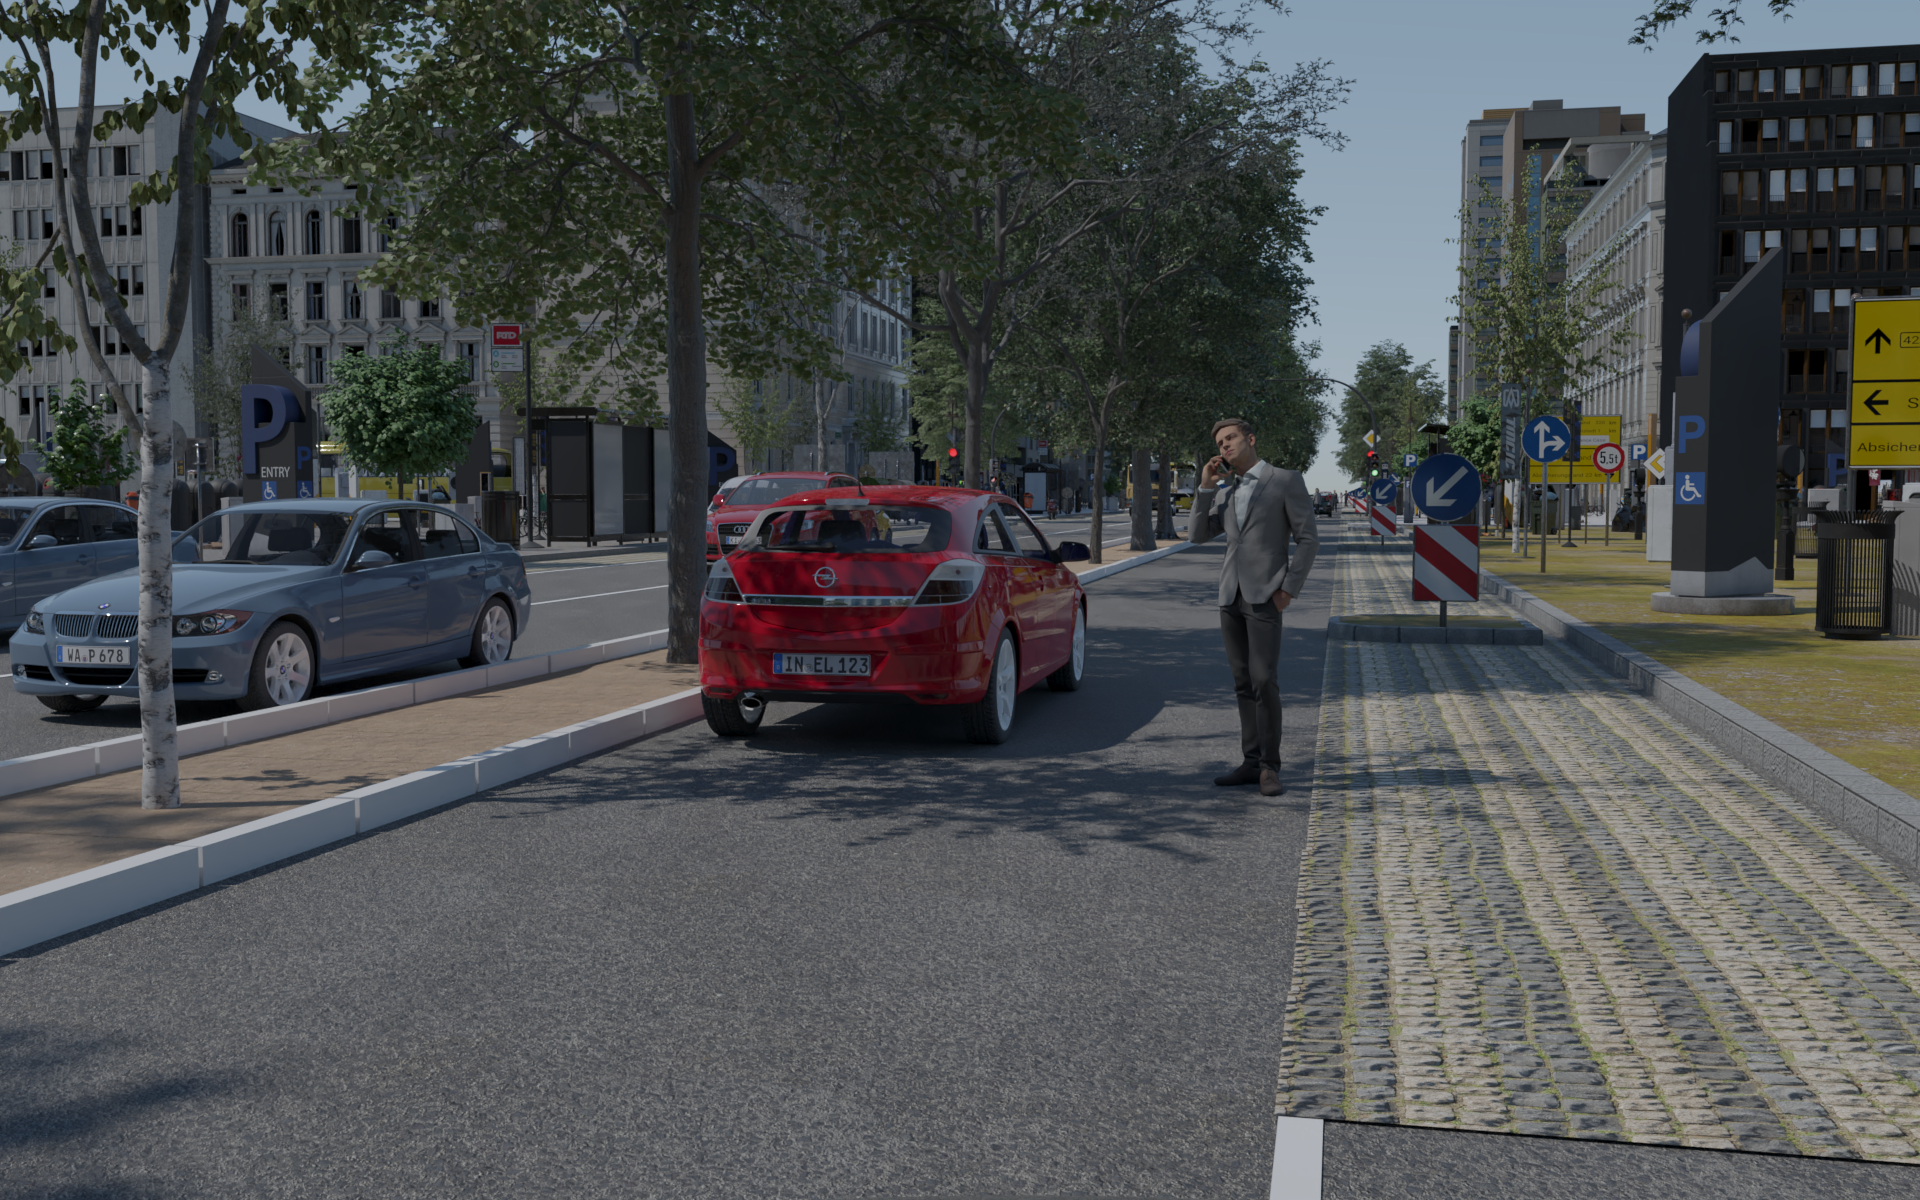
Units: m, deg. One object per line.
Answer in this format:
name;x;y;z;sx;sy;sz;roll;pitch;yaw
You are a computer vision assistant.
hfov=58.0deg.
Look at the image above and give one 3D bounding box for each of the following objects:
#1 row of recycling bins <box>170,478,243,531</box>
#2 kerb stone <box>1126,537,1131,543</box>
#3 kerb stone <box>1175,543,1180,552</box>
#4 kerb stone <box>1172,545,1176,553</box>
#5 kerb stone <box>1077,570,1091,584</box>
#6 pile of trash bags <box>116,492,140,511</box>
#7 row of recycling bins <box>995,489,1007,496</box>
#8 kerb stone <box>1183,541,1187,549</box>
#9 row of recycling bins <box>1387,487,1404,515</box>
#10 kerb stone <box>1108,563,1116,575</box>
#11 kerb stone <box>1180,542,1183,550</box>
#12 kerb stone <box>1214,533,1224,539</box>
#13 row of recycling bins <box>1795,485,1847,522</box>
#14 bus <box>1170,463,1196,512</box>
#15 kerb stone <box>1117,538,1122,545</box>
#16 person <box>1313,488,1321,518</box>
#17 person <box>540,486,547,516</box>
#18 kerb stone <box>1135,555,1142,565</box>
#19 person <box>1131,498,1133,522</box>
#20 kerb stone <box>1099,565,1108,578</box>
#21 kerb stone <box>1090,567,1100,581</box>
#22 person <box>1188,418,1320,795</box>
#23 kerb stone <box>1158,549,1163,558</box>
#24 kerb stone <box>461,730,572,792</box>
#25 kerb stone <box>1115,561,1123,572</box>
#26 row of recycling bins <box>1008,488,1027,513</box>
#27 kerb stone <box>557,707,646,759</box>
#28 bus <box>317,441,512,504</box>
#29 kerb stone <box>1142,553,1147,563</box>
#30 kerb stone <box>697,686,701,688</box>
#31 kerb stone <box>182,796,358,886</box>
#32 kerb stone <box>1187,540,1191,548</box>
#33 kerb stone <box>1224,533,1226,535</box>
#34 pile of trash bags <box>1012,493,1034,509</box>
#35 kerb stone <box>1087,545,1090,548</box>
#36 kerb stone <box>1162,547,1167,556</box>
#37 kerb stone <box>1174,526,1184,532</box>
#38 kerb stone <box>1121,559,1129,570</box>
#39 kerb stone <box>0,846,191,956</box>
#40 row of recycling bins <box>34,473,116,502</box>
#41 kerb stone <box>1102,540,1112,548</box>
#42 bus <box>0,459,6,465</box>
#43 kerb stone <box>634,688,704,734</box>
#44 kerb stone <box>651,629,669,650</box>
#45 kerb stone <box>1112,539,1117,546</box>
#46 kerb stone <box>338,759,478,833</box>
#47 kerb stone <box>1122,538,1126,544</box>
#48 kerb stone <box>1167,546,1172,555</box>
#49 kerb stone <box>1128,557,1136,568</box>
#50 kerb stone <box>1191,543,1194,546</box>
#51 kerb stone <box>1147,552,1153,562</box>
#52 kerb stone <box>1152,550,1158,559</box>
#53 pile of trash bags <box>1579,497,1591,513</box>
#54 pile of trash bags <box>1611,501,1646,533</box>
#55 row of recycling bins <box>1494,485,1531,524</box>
row of recycling bins;-20.149;-2.406;46.456;1.069;1.692;3.534;1;4;15
kerb stone;4.777;-1.719;50.319;0.120;0.150;1.000;1;4;12
kerb stone;5.266;-1.260;42.843;0.120;0.150;1.000;1;4;12
kerb stone;5.044;-1.196;41.844;0.120;0.150;1.000;1;4;12
kerb stone;1.937;-0.344;27.833;0.120;0.150;1.000;1;4;12
pile of trash bags;-33.447;-3.641;69.288;1.912;1.369;3.447;-3;5;-39
row of recycling bins;2.314;-8.120;139.882;3.534;1.692;1.069;-1;4;-14
kerb stone;5.711;-1.385;44.844;0.120;0.150;1.000;1;4;12
row of recycling bins;26.640;-6.036;105.802;1.069;1.692;3.534;1;4;16
kerb stone;2.606;-0.529;30.837;0.120;0.150;1.000;1;4;12
kerb stone;5.478;-1.324;43.843;0.120;0.150;1.000;1;4;12
kerb stone;8.811;-2.244;58.883;0.120;0.150;1.000;1;4;12
row of recycling bins;39.829;-4.538;81.315;3.534;1.692;1.069;1;4;22
bus;17.125;-8.636;132.748;2.896;3.916;12.252;1;4;11
kerb stone;4.326;-1.596;48.313;0.120;0.150;1.000;1;4;12
person;21.097;-5.744;102.589;0.709;1.800;0.728;-1;4;-12
person;-19.627;-4.448;81.478;0.529;1.795;0.600;1;4;15
kerb stone;3.491;-0.773;34.840;0.120;0.150;1.000;1;4;12
person;8.033;-4.287;78.936;0.601;1.785;0.444;-3;5;-44
kerb stone;2.377;-0.467;29.833;0.120;0.150;1.000;1;4;12
kerb stone;2.161;-0.406;28.834;0.120;0.150;1.000;1;4;12
person;1.423;0.014;8.451;0.473;1.802;0.592;-2;4;-28
kerb stone;4.382;-1.015;38.831;0.120;0.150;1.000;1;4;12
kerb stone;-2.266;0.818;8.826;0.120;0.150;1.000;1;4;12
kerb stone;2.828;-0.585;31.841;0.120;0.150;1.000;1;4;12
row of recycling bins;4.624;-6.898;119.890;1.069;1.692;3.534;2;4;25
kerb stone;-2.049;0.757;9.825;0.120;0.150;1.000;1;4;12
bus;-27.151;-5.482;81.177;12.252;3.916;2.896;1;4;13
kerb stone;3.712;-0.833;35.838;0.120;0.150;1.000;1;4;12
kerb stone;-1.608;0.634;11.823;0.120;0.150;1.000;1;4;12
kerb stone;-2.714;0.944;6.823;0.120;0.150;1.000;1;4;12
kerb stone;5.932;-1.445;45.849;0.120;0.150;1.000;1;4;12
kerb stone;9.044;-2.305;59.879;0.120;0.150;1.000;1;4;12
pile of trash bags;2.828;-5.575;100.899;3.447;1.369;1.912;2;4;35
kerb stone;3.443;-1.352;44.308;0.120;0.150;1.000;1;4;12
kerb stone;4.599;-1.077;39.830;0.120;0.150;1.000;1;4;12
kerb stone;8.536;-2.761;67.331;0.120;0.150;1.000;1;4;12
kerb stone;3.043;-0.651;32.844;0.120;0.150;1.000;1;4;12
kerb stone;-2.935;1.001;5.824;0.120;0.150;1.000;1;4;12
row of recycling bins;-17.733;-1.638;33.898;3.534;1.692;1.069;2;4;34
kerb stone;3.882;-1.475;46.317;0.120;0.150;1.000;1;4;12
bus;-52.481;-5.601;86.433;13.247;3.499;2.948;1;4;11
kerb stone;-1.826;0.696;10.824;0.120;0.150;1.000;1;4;12
kerb stone;-2.768;0.362;16.281;0.120;0.150;1.000;1;4;12
kerb stone;4.103;-1.536;47.315;0.120;0.150;1.000;1;4;12
kerb stone;-2.487;0.879;7.819;0.120;0.150;1.000;1;4;12
kerb stone;4.545;-1.659;49.315;0.120;0.150;1.000;1;4;12
kerb stone;4.827;-1.138;40.840;0.120;0.150;1.000;1;4;12
kerb stone;3.263;-0.712;33.843;0.120;0.150;1.000;1;4;12
kerb stone;6.146;-1.506;46.849;0.120;0.150;1.000;1;4;12
kerb stone;3.939;-0.895;36.834;0.120;0.150;1.000;1;4;12
kerb stone;4.149;-0.957;37.835;0.120;0.150;1.000;1;4;12
pile of trash bags;42.439;-6.712;119.497;1.912;1.369;3.447;1;4;15
pile of trash bags;23.825;-2.963;58.195;3.447;1.369;1.912;0;4;1
row of recycling bins;23.918;-4.156;75.058;1.069;1.692;3.534;2;4;32
